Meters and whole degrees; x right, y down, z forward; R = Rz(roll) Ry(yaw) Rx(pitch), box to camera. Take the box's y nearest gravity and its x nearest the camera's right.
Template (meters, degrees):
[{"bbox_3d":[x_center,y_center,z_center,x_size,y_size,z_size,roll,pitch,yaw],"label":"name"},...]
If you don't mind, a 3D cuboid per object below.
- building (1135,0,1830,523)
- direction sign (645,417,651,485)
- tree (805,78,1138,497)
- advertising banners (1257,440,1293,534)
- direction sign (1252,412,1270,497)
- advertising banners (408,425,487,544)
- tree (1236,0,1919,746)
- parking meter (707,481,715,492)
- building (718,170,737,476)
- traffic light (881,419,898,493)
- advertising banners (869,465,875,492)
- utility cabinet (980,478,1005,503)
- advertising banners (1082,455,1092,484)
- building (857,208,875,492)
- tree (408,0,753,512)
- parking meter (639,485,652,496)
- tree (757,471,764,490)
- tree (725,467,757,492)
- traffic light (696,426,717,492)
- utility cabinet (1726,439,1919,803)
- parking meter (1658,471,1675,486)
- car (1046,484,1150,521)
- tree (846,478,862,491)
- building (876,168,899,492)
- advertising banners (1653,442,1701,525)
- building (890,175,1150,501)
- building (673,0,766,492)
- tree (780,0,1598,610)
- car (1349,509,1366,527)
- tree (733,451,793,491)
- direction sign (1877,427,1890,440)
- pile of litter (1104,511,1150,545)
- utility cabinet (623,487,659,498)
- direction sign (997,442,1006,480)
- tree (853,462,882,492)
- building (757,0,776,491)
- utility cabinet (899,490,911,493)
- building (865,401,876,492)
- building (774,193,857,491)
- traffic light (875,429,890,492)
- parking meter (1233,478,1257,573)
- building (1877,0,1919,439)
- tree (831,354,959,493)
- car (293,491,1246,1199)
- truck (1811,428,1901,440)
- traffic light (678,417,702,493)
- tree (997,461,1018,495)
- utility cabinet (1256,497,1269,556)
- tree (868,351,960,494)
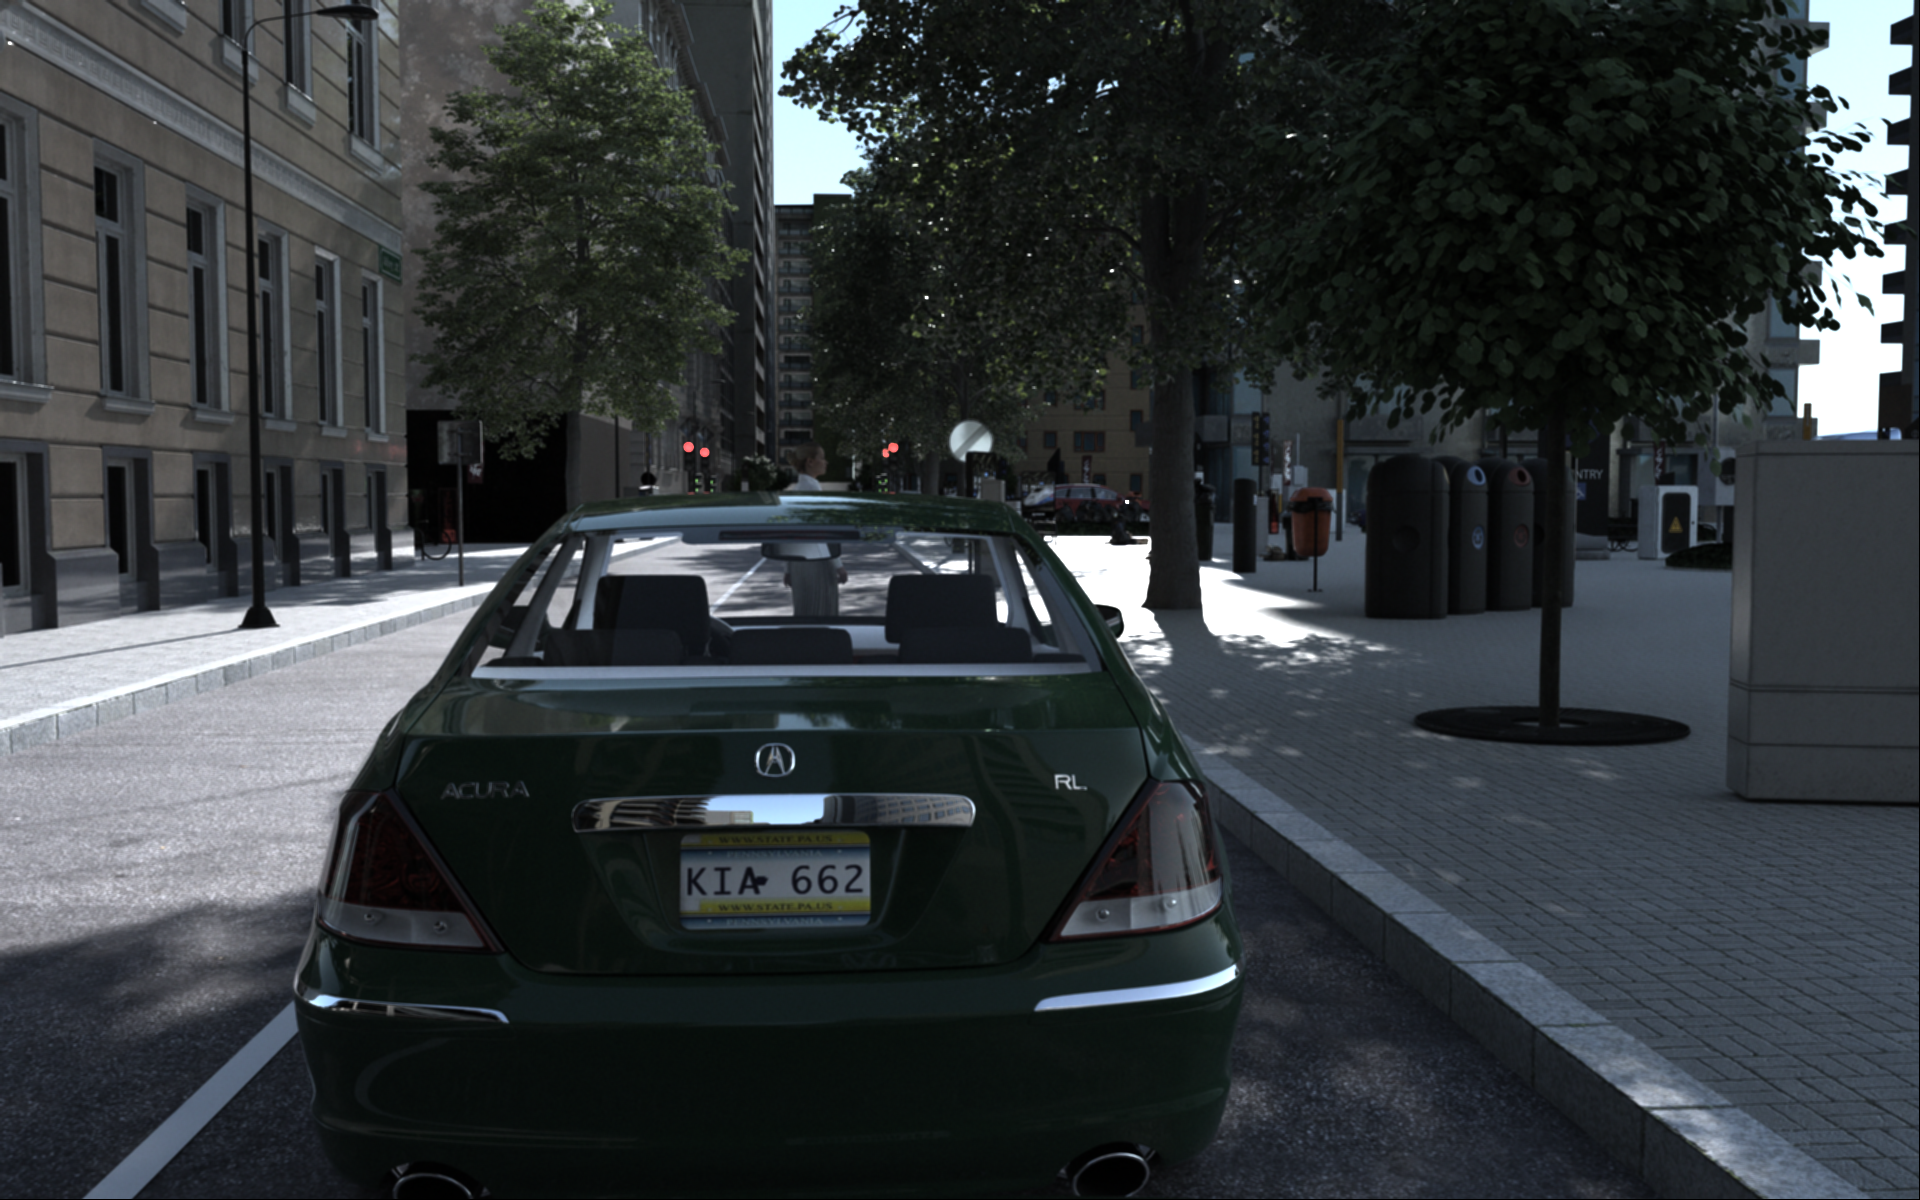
[{"bbox_3d":[23.813,-28.444,84.665,30.456,49.044,23.786,0,4,-4],"label":"building"},{"bbox_3d":[-9.032,-3.559,50.187,0.379,3.537,0.876,0,4,-1],"label":"direction sign"},{"bbox_3d":[0.305,-6.293,37.306,7.601,10.594,8.767,-1,4,-16],"label":"tree"},{"bbox_3d":[10.033,-3.622,55.407,2.074,3.025,0.090,-3,5,-43],"label":"advertising banners"},{"bbox_3d":[8.312,-3.422,47.946,0.379,3.537,0.876,3,5,40],"label":"direction sign"},{"bbox_3d":[-13.076,-2.931,44.117,2.074,3.025,0.090,0,4,-5],"label":"advertising banners"},{"bbox_3d":[3.285,-1.566,9.315,4.285,4.588,4.351,0,3,0],"label":"tree"},{"bbox_3d":[-10.647,-4.166,73.824,0.399,1.863,0.255,-2,4,-30],"label":"parking meter"},{"bbox_3d":[-24.535,-20.544,129.408,14.314,27.812,24.014,0,4,-4],"label":"building"},{"bbox_3d":[-2.473,-4.563,63.521,0.839,4.253,0.868,0,4,-4],"label":"traffic light"},{"bbox_3d":[-5.312,-6.526,102.887,0.090,3.025,2.074,-1,4,-16],"label":"advertising banners"},{"bbox_3d":[0.475,-0.962,24.404,0.318,1.500,1.173,0,4,4],"label":"utility cabinet"},{"bbox_3d":[5.086,-5.034,78.490,2.074,3.025,0.090,2,4,35],"label":"advertising banners"},{"bbox_3d":[-7.595,-33.935,238.430,14.086,41.232,14.154,0,4,-4],"label":"building"},{"bbox_3d":[-8.431,-7.420,39.440,7.486,12.596,7.792,0,3,0],"label":"tree"},{"bbox_3d":[-8.818,-2.459,48.618,0.372,1.533,0.369,0,3,0],"label":"parking meter"},{"bbox_3d":[-15.040,-7.943,124.470,1.663,3.219,1.824,0,3,0],"label":"tree"},{"bbox_3d":[-15.572,-7.785,121.889,1.663,3.219,1.824,0,3,0],"label":"tree"},{"bbox_3d":[-10.408,-5.015,70.922,0.839,4.253,0.868,0,4,-4],"label":"traffic light"},{"bbox_3d":[3.861,0.091,7.199,1.173,1.500,0.318,1,4,9],"label":"utility cabinet"},{"bbox_3d":[18.182,-2.381,44.647,0.399,1.863,0.255,1,4,11],"label":"parking meter"},{"bbox_3d":[5.300,-3.588,67.331,5.304,1.827,2.281,0,4,-3],"label":"car"},{"bbox_3d":[-12.732,-13.105,208.864,1.663,3.219,1.824,0,3,0],"label":"tree"},{"bbox_3d":[-0.646,-23.487,155.721,14.160,30.474,14.107,0,4,-4],"label":"building"},{"bbox_3d":[23.514,-3.713,56.889,0.090,3.025,2.074,-1,4,-22],"label":"advertising banners"},{"bbox_3d":[9.470,-16.653,117.311,27.650,21.520,28.899,0,4,-4],"label":"building"},{"bbox_3d":[-28.672,-32.501,155.088,21.300,48.544,21.600,0,4,-4],"label":"building"},{"bbox_3d":[2.511,-6.876,19.082,9.857,13.997,8.962,0,3,0],"label":"tree"},{"bbox_3d":[17.481,-3.428,68.626,3.894,1.354,1.945,0,4,-4],"label":"car"},{"bbox_3d":[-15.377,-8.971,130.397,4.285,4.588,4.351,0,3,0],"label":"tree"},{"bbox_3d":[31.520,-4.110,59.189,0.379,3.537,0.876,0,4,5],"label":"direction sign"},{"bbox_3d":[4.252,-1.844,44.113,1.176,0.858,1.719,0,4,3],"label":"pile of litter"},{"bbox_3d":[-9.689,-2.695,52.738,1.173,1.500,0.318,2,4,31],"label":"utility cabinet"},{"bbox_3d":[1.716,-5.029,74.221,0.379,3.537,0.876,-3,4,-36],"label":"direction sign"},{"bbox_3d":[-6.738,-9.418,137.700,4.285,4.588,4.351,0,3,0],"label":"tree"},{"bbox_3d":[-32.909,-47.077,207.964,20.611,71.187,20.563,0,4,-4],"label":"building"},{"bbox_3d":[-3.362,-5.632,100.759,1.173,1.500,0.318,-3,5,-44],"label":"utility cabinet"},{"bbox_3d":[4.601,-20.397,178.531,27.650,21.520,28.899,0,4,-4],"label":"building"},{"bbox_3d":[-21.652,-33.880,237.526,14.086,41.232,14.154,0,4,-4],"label":"building"},{"bbox_3d":[-3.068,-5.050,71.484,0.839,4.253,0.868,0,4,-4],"label":"traffic light"},{"bbox_3d":[4.659,-1.218,28.325,0.372,1.533,0.369,0,3,0],"label":"parking meter"},{"bbox_3d":[54.503,-26.358,81.061,14.200,45.320,14.600,0,4,-4],"label":"building"},{"bbox_3d":[-3.473,-10.870,95.849,7.486,12.596,7.792,0,3,0],"label":"tree"},{"bbox_3d":[-0.470,0.409,5.111,2.131,1.459,4.920,0,4,-4],"label":"car"},{"bbox_3d":[43.740,-5.013,71.722,18.799,4.110,2.967,0,4,-4],"label":"truck"},{"bbox_3d":[-9.813,-4.528,62.959,0.839,4.253,0.868,0,4,-4],"label":"traffic light"},{"bbox_3d":[2.498,-5.871,90.600,1.663,3.219,1.824,0,3,0],"label":"tree"},{"bbox_3d":[6.164,-1.537,36.300,0.306,1.237,1.020,0,4,-8],"label":"utility cabinet"},{"bbox_3d":[-2.569,-8.001,81.181,4.360,8.622,3.978,0,3,0],"label":"tree"}]
